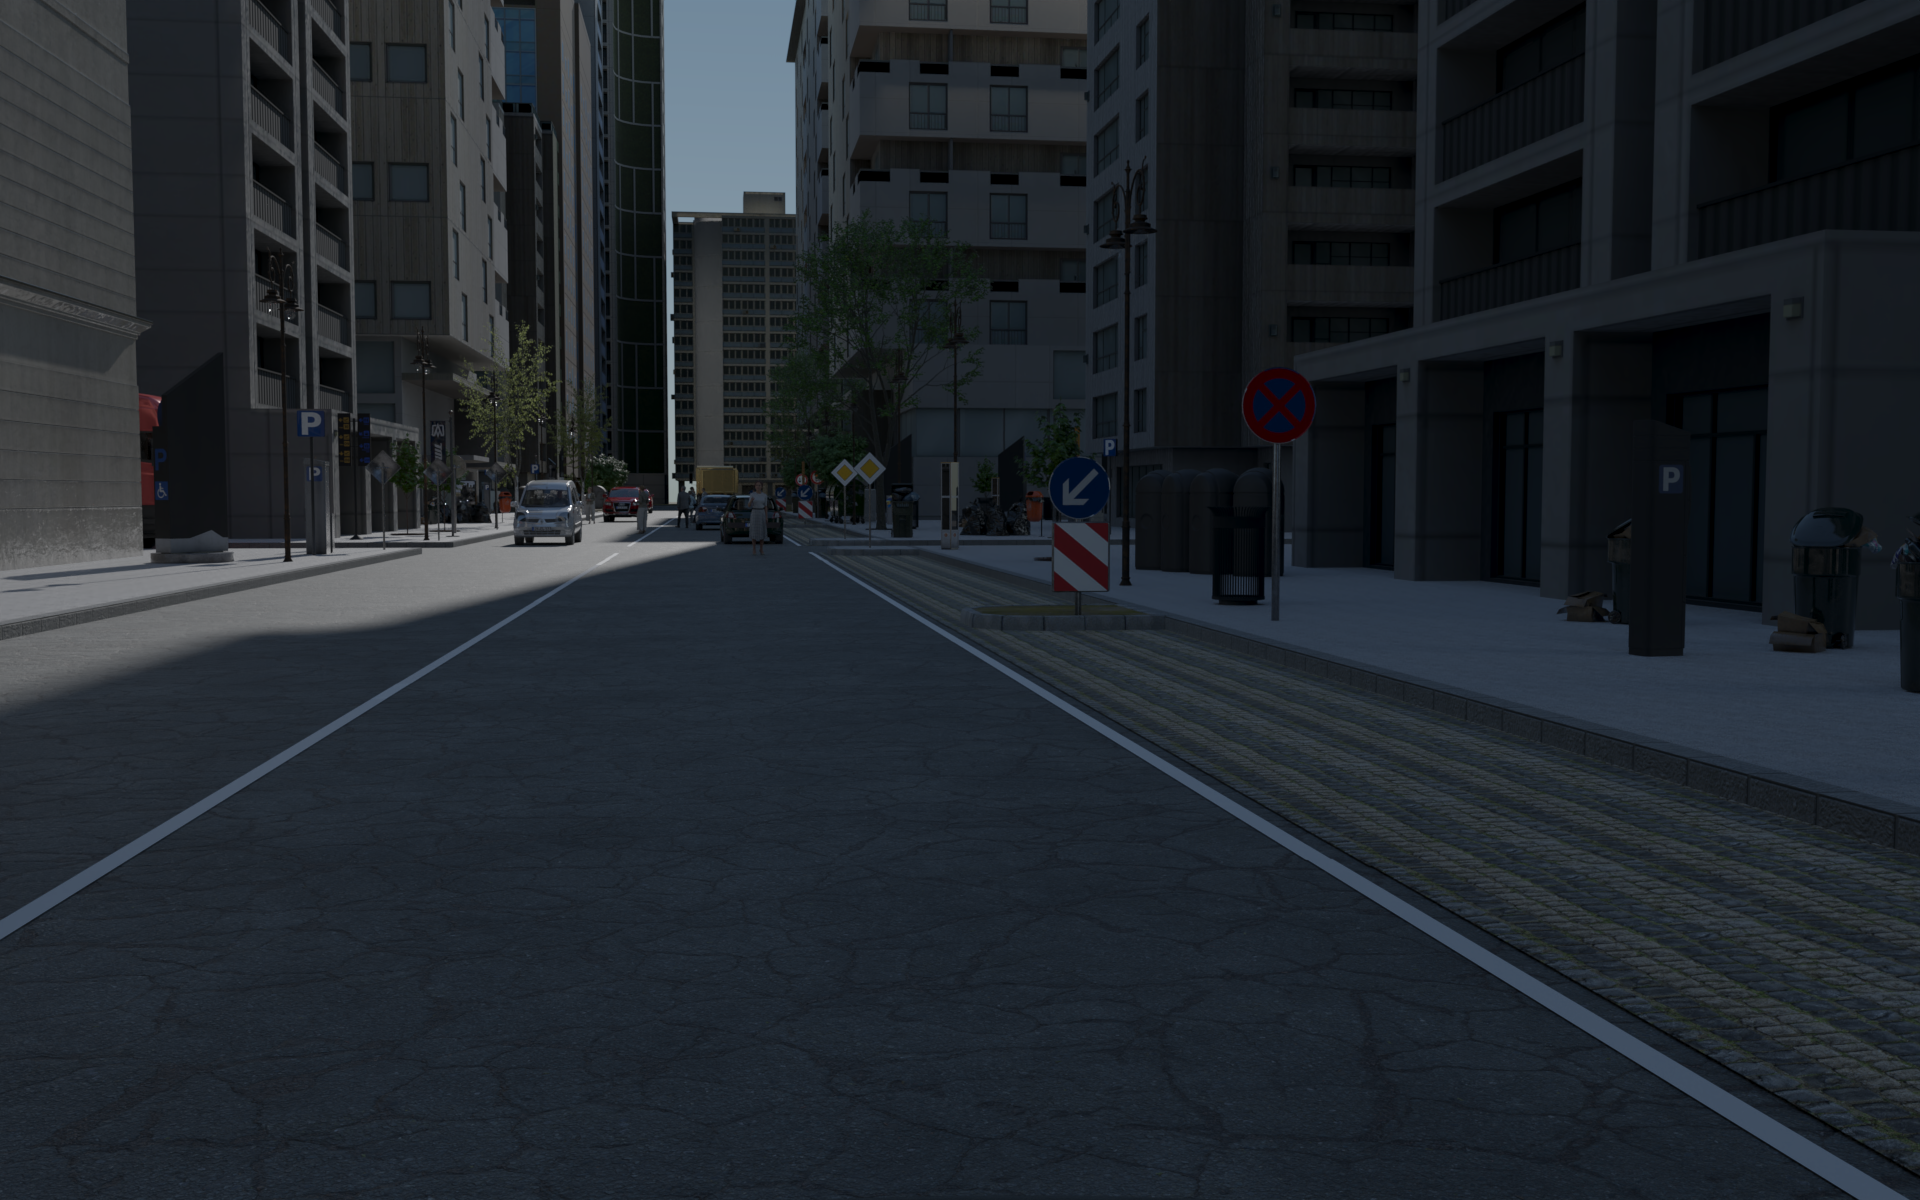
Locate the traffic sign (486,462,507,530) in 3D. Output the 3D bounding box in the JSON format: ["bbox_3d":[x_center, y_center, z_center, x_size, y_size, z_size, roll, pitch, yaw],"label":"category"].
[{"bbox_3d":[-16.683,-3.742,62.370,0.795,2.450,0.064,0,4,-3],"label":"traffic sign"}]

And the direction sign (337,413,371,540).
[{"bbox_3d":[-16.949,-3.458,48.535,0.876,3.537,0.379,-1,4,-8],"label":"direction sign"}]

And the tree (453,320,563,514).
[{"bbox_3d":[-18.826,-7.464,72.401,4.360,8.622,3.978,0,3,0],"label":"tree"}]

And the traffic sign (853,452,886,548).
[{"bbox_3d":[-2.152,-2.304,41.318,0.795,2.450,0.064,0,4,-8],"label":"traffic sign"}]

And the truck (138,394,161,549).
[{"bbox_3d":[-23.587,-3.200,41.232,11.283,4.237,2.839,-1,4,-8],"label":"truck"}]

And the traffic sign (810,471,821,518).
[{"bbox_3d":[-7.515,-5.593,91.559,0.768,2.556,0.104,0,4,-3],"label":"traffic sign"}]

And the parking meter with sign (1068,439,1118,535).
[{"bbox_3d":[4.127,-3.544,54.201,1.738,3.016,0.543,-3,5,-41],"label":"parking meter with sign"}]

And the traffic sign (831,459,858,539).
[{"bbox_3d":[-3.274,-2.788,49.224,0.795,2.450,0.064,0,4,-8],"label":"traffic sign"}]

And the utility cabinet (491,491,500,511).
[{"bbox_3d":[-31.572,-6.636,117.178,1.173,1.500,0.318,3,4,37],"label":"utility cabinet"}]

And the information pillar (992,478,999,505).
[{"bbox_3d":[1.584,-4.466,77.508,0.304,2.012,0.304,1,4,12],"label":"information pillar"}]

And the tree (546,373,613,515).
[{"bbox_3d":[-23.155,-9.511,105.874,4.737,8.622,4.395,0,3,0],"label":"tree"}]

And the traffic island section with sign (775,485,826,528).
[{"bbox_3d":[-6.746,-3.990,73.871,1.989,1.847,2.006,0,4,-8],"label":"traffic island section with sign"}]

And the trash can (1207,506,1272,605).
[{"bbox_3d":[3.239,-0.519,20.132,0.748,1.137,0.748,0,3,0],"label":"trash can"}]

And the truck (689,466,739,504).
[{"bbox_3d":[-16.659,-7.479,118.199,3.469,3.379,9.791,-1,4,-10],"label":"truck"}]

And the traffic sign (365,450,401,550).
[{"bbox_3d":[-13.239,-2.210,39.772,0.795,2.450,0.064,0,4,-8],"label":"traffic sign"}]

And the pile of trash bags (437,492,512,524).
[{"bbox_3d":[-21.428,-4.097,76.742,3.447,1.369,1.912,-3,5,-44],"label":"pile of trash bags"}]

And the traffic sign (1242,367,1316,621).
[{"bbox_3d":[3.197,-1.063,17.485,0.768,2.556,0.104,0,4,-7],"label":"traffic sign"}]

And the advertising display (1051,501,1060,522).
[{"bbox_3d":[4.455,-4.575,80.019,0.123,1.923,0.974,-1,4,-19],"label":"advertising display"}]

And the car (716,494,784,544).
[{"bbox_3d":[-6.156,-2.520,50.989,2.009,1.686,4.222,-1,4,-10],"label":"car"}]

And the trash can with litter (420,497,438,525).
[{"bbox_3d":[-22.422,-3.748,72.674,1.055,1.170,0.624,1,4,11],"label":"trash can with litter"}]

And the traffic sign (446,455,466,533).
[{"bbox_3d":[-16.505,-3.453,56.560,0.768,2.556,0.104,0,4,-4],"label":"traffic sign"}]

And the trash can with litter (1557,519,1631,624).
[{"bbox_3d":[6.485,-0.357,17.217,1.055,1.170,0.624,3,5,41],"label":"trash can with litter"}]

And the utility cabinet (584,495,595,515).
[{"bbox_3d":[-23.116,-5.926,108.055,0.306,1.237,1.020,1,4,14],"label":"utility cabinet"}]

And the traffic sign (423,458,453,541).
[{"bbox_3d":[-14.360,-2.693,47.678,0.795,2.450,0.064,0,4,-8],"label":"traffic sign"}]

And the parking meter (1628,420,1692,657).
[{"bbox_3d":[5.560,-0.492,13.753,0.399,1.863,0.255,-1,4,-16],"label":"parking meter"}]

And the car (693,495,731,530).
[{"bbox_3d":[-9.807,-3.552,70.083,2.014,1.417,4.499,0,4,-8],"label":"car"}]

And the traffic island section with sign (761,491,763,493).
[{"bbox_3d":[-10.601,-5.655,101.079,1.989,1.847,2.006,0,4,-8],"label":"traffic island section with sign"}]

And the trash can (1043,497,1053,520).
[{"bbox_3d":[4.362,-4.459,84.565,0.748,1.137,0.748,0,3,0],"label":"trash can"}]

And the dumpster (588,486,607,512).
[{"bbox_3d":[-25.234,-7.006,120.300,1.264,1.857,1.865,0,4,-8],"label":"dumpster"}]

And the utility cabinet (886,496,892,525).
[{"bbox_3d":[-2.939,-3.805,73.368,0.306,1.237,1.020,0,4,-5],"label":"utility cabinet"}]

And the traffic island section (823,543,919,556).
[{"bbox_3d":[-2.130,-1.169,41.399,2.009,0.180,2.903,0,4,-8],"label":"traffic island section"}]

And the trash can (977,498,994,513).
[{"bbox_3d":[1.056,-3.669,71.646,0.748,1.137,0.748,0,3,0],"label":"trash can"}]

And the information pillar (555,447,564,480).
[{"bbox_3d":[-19.778,-5.789,86.000,0.183,3.616,0.504,0,4,6],"label":"information pillar"}]

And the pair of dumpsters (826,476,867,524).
[{"bbox_3d":[-4.982,-4.515,76.318,1.574,2.255,4.437,-1,4,-8],"label":"pair of dumpsters"}]

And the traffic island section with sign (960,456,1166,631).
[{"bbox_3d":[1.048,-0.633,18.973,1.989,1.847,2.006,0,4,-8],"label":"traffic island section with sign"}]

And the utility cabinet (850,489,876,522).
[{"bbox_3d":[-4.429,-4.302,79.014,1.173,1.500,0.318,-1,4,-15],"label":"utility cabinet"}]

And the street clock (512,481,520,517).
[{"bbox_3d":[-24.049,-5.465,93.917,0.358,2.002,0.471,-3,5,-42],"label":"street clock"}]

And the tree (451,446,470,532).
[{"bbox_3d":[-17.437,-3.934,58.918,1.663,3.219,1.824,0,3,0],"label":"tree"}]

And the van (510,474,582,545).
[{"bbox_3d":[-11.889,-2.632,50.051,2.013,2.044,4.112,0,4,-8],"label":"van"}]

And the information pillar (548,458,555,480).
[{"bbox_3d":[-26.611,-7.443,113.055,0.504,3.616,0.183,0,4,8],"label":"information pillar"}]

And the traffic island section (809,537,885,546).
[{"bbox_3d":[-3.252,-1.653,49.305,2.009,0.180,2.903,0,4,-8],"label":"traffic island section"}]

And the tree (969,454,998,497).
[{"bbox_3d":[1.155,-5.474,84.104,1.663,3.219,1.824,0,3,0],"label":"tree"}]

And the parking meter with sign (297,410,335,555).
[{"bbox_3d":[-13.718,-2.493,37.016,0.543,3.016,1.738,-1,4,-12],"label":"parking meter with sign"}]

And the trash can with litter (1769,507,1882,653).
[{"bbox_3d":[7.116,-0.177,14.282,0.624,1.170,1.055,3,5,43],"label":"trash can with litter"}]

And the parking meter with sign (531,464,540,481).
[{"bbox_3d":[-24.562,-6.466,101.975,0.543,3.016,1.738,1,4,17],"label":"parking meter with sign"}]

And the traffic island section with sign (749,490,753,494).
[{"bbox_3d":[-21.366,-10.300,177.034,1.989,1.847,2.006,0,4,-8],"label":"traffic island section with sign"}]

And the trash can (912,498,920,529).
[{"bbox_3d":[-1.816,-3.161,63.338,0.748,1.137,0.748,0,3,0],"label":"trash can"}]

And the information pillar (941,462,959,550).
[{"bbox_3d":[-0.234,-2.172,40.007,0.304,2.012,0.304,3,4,39],"label":"information pillar"}]

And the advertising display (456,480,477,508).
[{"bbox_3d":[-22.825,-4.575,80.009,0.974,1.923,0.123,0,4,4],"label":"advertising display"}]

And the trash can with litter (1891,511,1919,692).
[{"bbox_3d":[6.586,0.016,11.132,1.055,1.170,0.624,2,4,25],"label":"trash can with litter"}]

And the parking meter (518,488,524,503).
[{"bbox_3d":[-18.764,-4.022,74.173,0.372,1.533,0.369,0,3,0],"label":"parking meter"}]

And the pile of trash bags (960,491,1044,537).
[{"bbox_3d":[1.501,-2.659,53.225,1.912,1.369,3.447,-2,4,-33],"label":"pile of trash bags"}]

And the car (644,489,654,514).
[{"bbox_3d":[-23.940,-7.361,129.020,2.281,1.827,5.304,-1,4,-9],"label":"car"}]

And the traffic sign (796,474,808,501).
[{"bbox_3d":[-9.998,-6.686,109.429,0.768,2.556,0.104,0,4,-5],"label":"traffic sign"}]

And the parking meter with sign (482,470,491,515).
[{"bbox_3d":[-29.749,-6.885,108.834,0.543,3.016,1.738,-2,4,-26],"label":"parking meter with sign"}]

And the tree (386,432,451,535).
[{"bbox_3d":[-17.156,-3.641,54.128,1.663,3.219,1.824,0,3,0],"label":"tree"}]

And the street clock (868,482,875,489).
[{"bbox_3d":[-4.329,-4.895,84.608,0.358,2.002,0.471,1,4,11],"label":"street clock"}]

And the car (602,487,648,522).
[{"bbox_3d":[-17.518,-5.022,90.782,2.281,1.827,5.304,0,4,-6],"label":"car"}]
